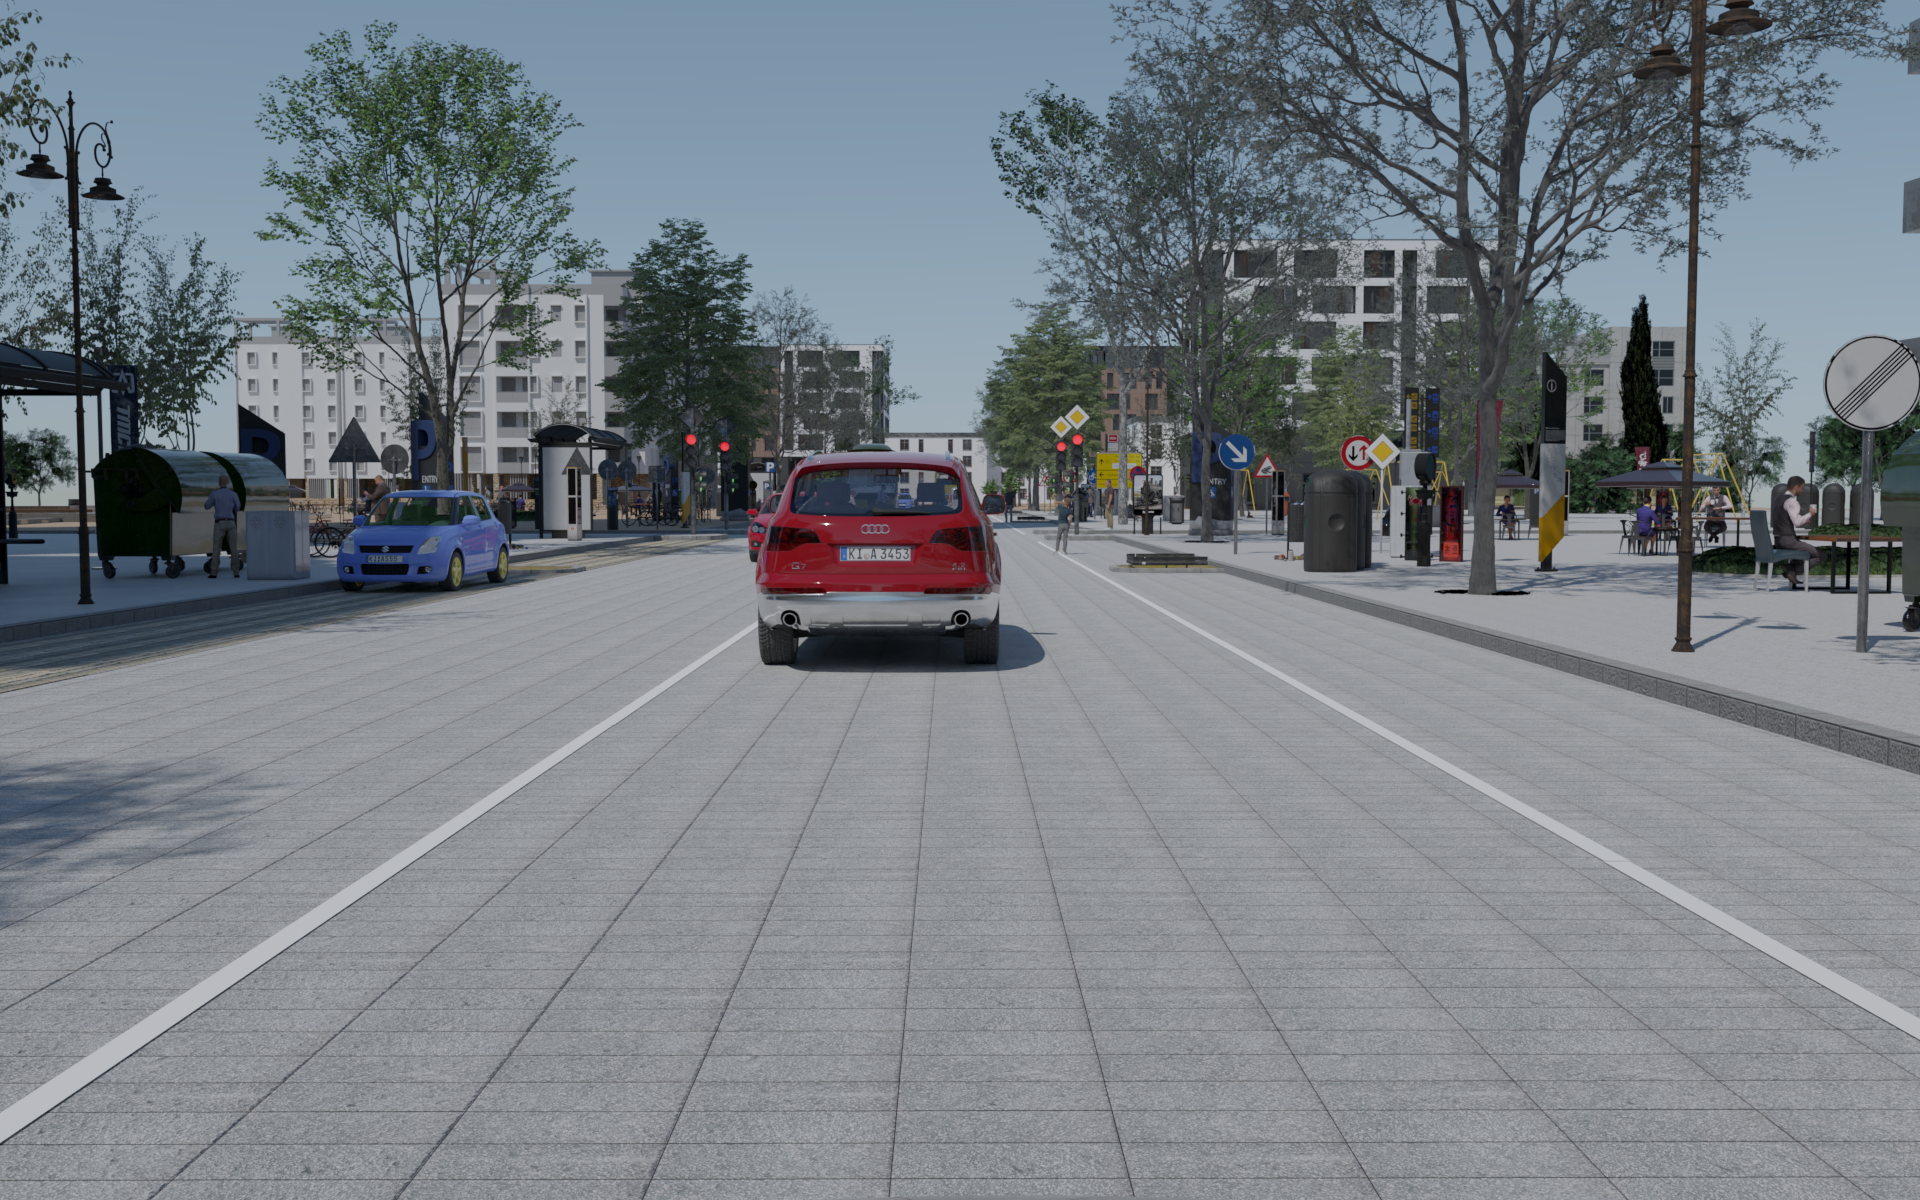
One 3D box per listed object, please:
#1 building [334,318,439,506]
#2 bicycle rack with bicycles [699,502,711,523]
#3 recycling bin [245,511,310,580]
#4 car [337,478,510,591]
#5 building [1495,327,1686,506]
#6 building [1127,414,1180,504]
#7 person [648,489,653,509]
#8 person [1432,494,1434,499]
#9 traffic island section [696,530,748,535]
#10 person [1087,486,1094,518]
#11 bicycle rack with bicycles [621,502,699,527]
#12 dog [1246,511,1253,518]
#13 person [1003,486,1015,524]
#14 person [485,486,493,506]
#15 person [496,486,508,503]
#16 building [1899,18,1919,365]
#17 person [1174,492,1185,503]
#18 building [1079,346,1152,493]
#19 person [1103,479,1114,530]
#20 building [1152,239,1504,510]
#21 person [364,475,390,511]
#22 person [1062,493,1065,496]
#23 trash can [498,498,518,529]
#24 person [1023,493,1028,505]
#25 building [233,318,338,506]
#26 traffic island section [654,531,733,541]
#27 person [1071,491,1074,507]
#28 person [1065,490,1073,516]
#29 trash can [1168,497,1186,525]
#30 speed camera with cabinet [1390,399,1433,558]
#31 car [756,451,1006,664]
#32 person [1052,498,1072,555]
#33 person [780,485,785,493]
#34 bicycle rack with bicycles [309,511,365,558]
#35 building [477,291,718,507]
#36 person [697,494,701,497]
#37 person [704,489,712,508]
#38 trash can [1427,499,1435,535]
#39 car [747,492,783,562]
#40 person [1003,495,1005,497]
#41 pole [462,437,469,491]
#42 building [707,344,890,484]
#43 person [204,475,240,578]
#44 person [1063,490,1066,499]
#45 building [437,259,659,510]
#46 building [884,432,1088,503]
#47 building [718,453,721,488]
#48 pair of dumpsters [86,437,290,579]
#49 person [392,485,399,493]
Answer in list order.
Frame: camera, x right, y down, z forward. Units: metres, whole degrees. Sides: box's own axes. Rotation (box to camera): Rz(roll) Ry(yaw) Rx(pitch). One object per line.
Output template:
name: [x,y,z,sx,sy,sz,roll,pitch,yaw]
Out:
building: [-60.302,-20.523,191.968,11.380,20.091,16.016,0,4,0]
bicycle rack with bicycles: [-12.407,-3.951,77.977,2.852,0.926,2.925,0,4,1]
recycling bin: [-10.293,-0.832,26.150,0.722,1.027,0.722,0,4,-1]
car: [-8.182,-1.036,26.525,1.945,1.707,3.694,0,4,1]
building: [61.249,-19.871,191.354,31.486,18.905,16.747,0,4,0]
building: [23.442,-14.919,186.071,9.099,9.664,28.070,0,4,0]
person: [-15.046,-4.716,85.357,0.569,1.553,0.471,-3,5,-44]
person: [23.328,-4.868,86.365,0.376,1.734,0.841,-3,4,-38]
traffic island section: [-8.445,-2.458,62.473,2.009,0.180,2.903,0,4,0]
person: [7.136,-5.373,94.706,0.655,1.722,0.431,3,5,42]
bicycle rack with bicycles: [-12.121,-3.437,69.573,2.925,0.926,2.852,0,4,-7]
dog: [15.287,-4.528,91.766,0.550,0.427,0.748,2,4,27]
person: [2.354,-4.599,83.825,0.598,1.807,0.434,3,4,38]
person: [-25.586,-5.335,93.991,0.376,1.734,0.841,0,4,2]
person: [-26.979,-5.833,101.958,0.990,1.755,0.434,2,4,35]
building: [30.459,-24.707,23.575,23.786,49.044,30.456,0,4,0]
person: [13.992,-6.204,110.670,0.799,1.438,0.628,1,4,16]
building: [34.089,-24.777,249.070,32.646,21.610,27.936,0,4,0]
person: [5.280,-3.390,61.600,0.434,1.807,0.598,1,4,13]
building: [33.369,-19.039,155.262,27.936,21.610,32.646,0,4,0]
person: [-13.934,-2.125,41.471,0.600,1.739,0.565,-2,4,-29]
person: [10.222,-10.210,173.688,0.721,1.736,1.217,-3,4,-39]
trash can: [-16.736,-3.211,64.161,0.748,1.137,0.748,0,3,0]
person: [7.871,-11.907,203.915,0.799,1.438,0.628,-2,4,-32]
building: [-71.683,-20.531,192.108,11.380,20.091,16.016,0,4,0]
traffic island section: [-8.407,-1.970,54.488,2.009,0.180,2.903,0,4,0]
person: [10.341,-9.273,157.639,1.348,1.826,0.705,3,5,43]
person: [5.595,-4.882,88.413,0.613,1.512,0.480,2,4,25]
trash can: [9.140,-3.752,72.994,0.748,1.137,0.748,0,3,0]
speed camera with cabinet: [9.265,-2.516,35.469,0.660,3.252,2.038,1,4,22]
car: [-0.692,-0.455,16.116,2.281,1.827,5.304,0,4,-1]
person: [2.424,-1.756,41.113,0.435,1.345,0.340,0,4,-7]
person: [-7.385,-3.943,73.092,0.598,1.807,0.434,0,4,-6]
bicycle rack with bicycles: [-12.776,-1.361,35.629,2.925,0.926,2.852,-1,4,-20]
building: [-33.665,-18.282,165.371,16.747,18.905,31.486,0,4,0]
person: [-21.445,-8.159,139.579,1.348,1.807,0.705,-1,4,-10]
person: [-23.627,-9.534,162.639,0.721,1.736,1.217,2,4,26]
trash can: [13.857,-2.463,51.918,0.748,1.137,0.748,0,3,0]
car: [-3.518,-1.762,37.855,2.155,1.783,4.494,0,4,1]
person: [5.780,-12.809,218.453,0.750,1.759,0.617,-3,5,-44]
pole: [-17.668,-4.162,61.894,0.158,3.312,0.155,0,3,0]
building: [-26.764,-24.825,249.869,32.646,21.610,27.936,0,4,0]
person: [-11.253,-1.122,26.448,0.516,1.574,0.319,-2,4,-29]
person: [11.889,-11.434,193.541,0.434,1.755,0.990,3,5,43]
building: [-33.397,-17.585,143.942,16.016,20.091,11.380,0,4,0]
building: [3.641,-18.244,240.439,28.070,9.664,9.099,0,4,0]
building: [-40.594,-15.516,195.839,28.070,9.664,9.099,0,4,0]
pair of dumpsters: [-12.488,-1.572,28.199,1.574,2.255,4.437,0,4,0]
person: [-27.626,-4.777,85.081,0.756,1.711,0.436,3,5,44]
